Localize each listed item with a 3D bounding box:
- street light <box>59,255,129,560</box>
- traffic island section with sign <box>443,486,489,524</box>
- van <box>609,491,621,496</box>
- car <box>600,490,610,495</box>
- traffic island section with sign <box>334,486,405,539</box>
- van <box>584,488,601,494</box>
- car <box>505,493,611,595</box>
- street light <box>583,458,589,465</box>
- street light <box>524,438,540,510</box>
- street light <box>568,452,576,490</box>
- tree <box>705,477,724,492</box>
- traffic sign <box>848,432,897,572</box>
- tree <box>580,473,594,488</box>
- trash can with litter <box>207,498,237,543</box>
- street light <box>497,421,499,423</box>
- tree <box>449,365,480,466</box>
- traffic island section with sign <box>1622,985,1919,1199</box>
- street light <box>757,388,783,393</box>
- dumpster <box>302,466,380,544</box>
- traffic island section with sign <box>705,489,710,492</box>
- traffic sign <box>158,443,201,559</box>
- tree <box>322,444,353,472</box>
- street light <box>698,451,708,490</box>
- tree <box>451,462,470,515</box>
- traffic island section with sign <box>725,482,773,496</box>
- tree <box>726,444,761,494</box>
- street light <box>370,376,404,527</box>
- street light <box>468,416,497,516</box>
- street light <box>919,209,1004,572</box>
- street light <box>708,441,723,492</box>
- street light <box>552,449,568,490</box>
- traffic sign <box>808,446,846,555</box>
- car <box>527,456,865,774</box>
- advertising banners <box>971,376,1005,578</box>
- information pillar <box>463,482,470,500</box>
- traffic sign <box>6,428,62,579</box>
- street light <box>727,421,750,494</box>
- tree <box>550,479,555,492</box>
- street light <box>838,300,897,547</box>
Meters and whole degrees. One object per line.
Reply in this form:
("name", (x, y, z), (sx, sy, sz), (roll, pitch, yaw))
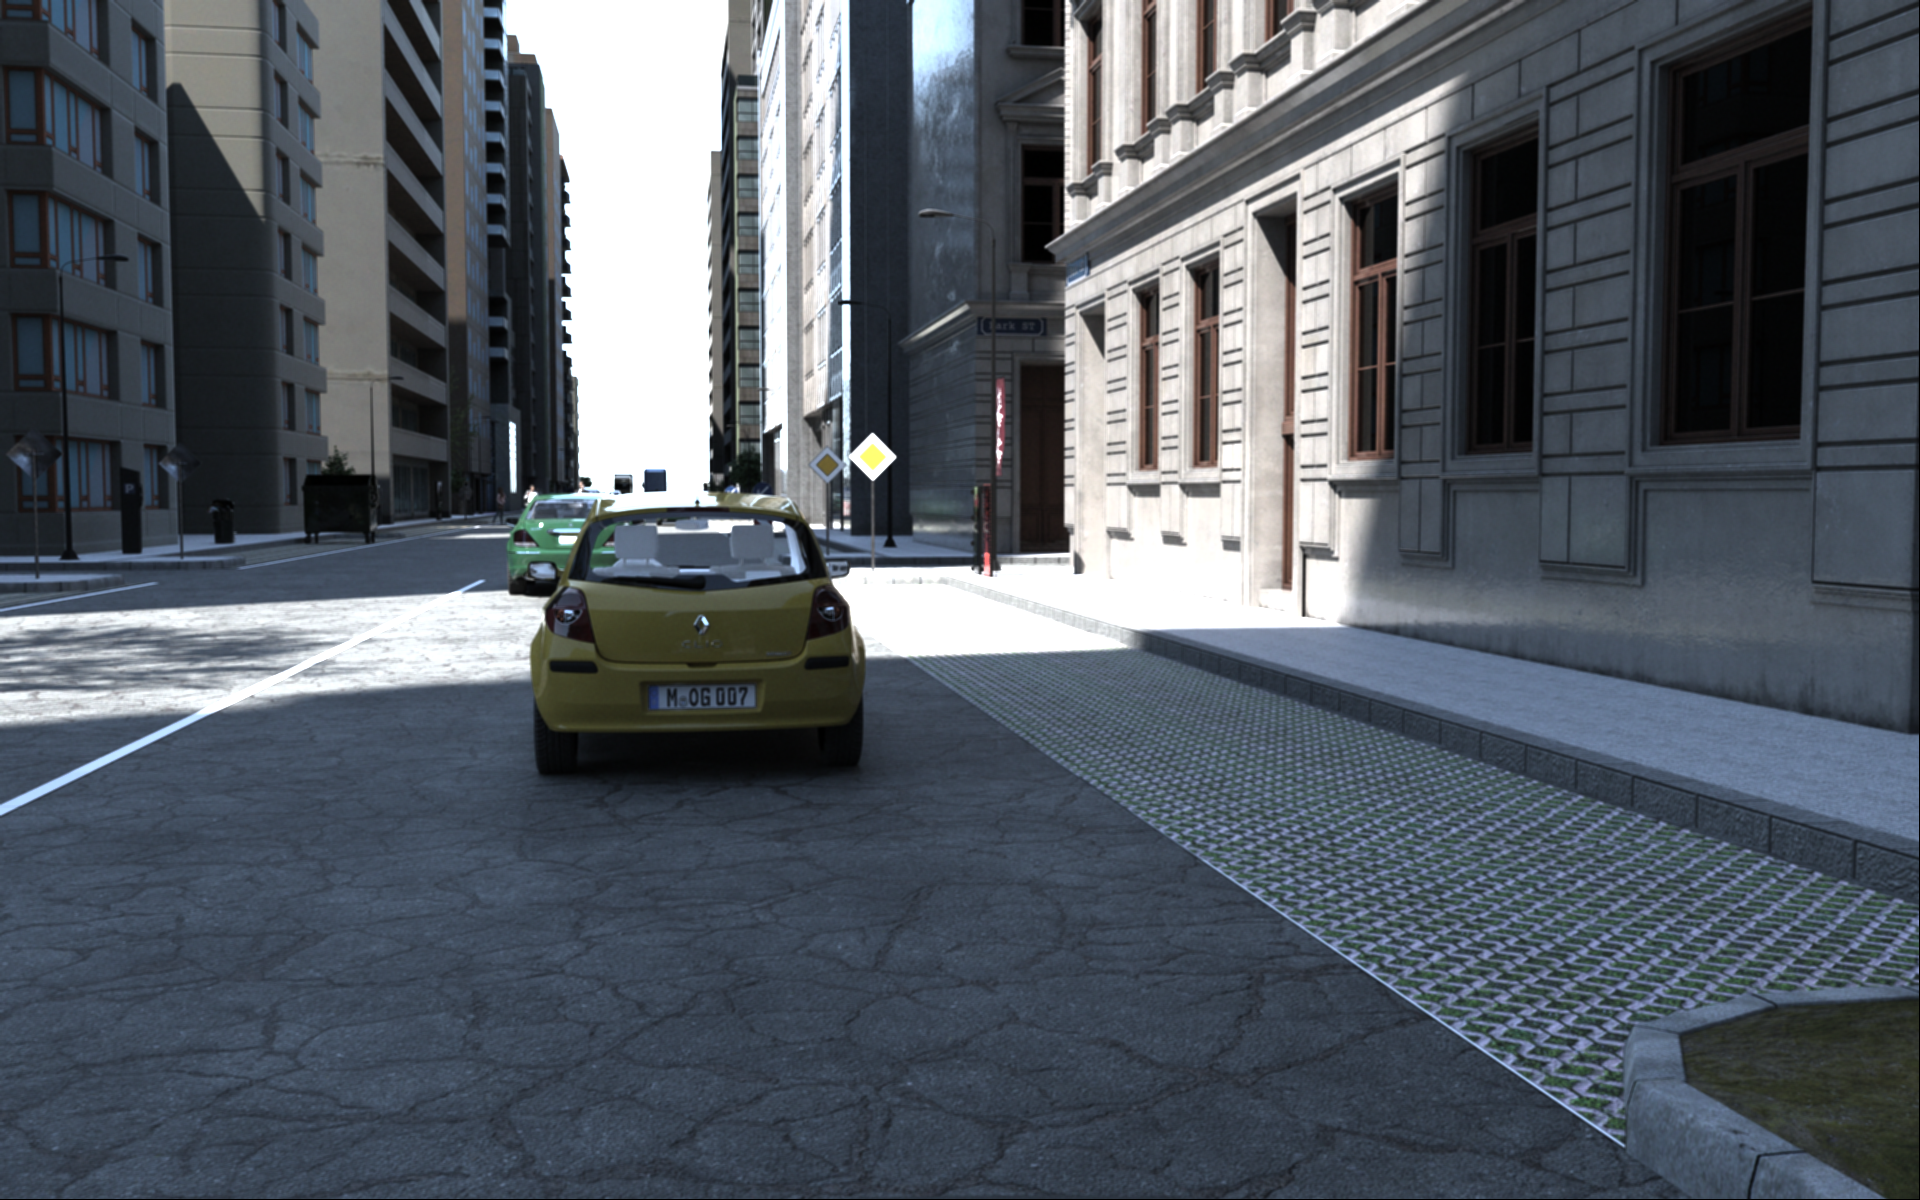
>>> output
("street light", (-16.819, -3.738, 33.654), (1.470, 5.913, 1.316), (-1, 4, -10))
("traffic island section with sign", (-23.759, -4.567, 83.297), (1.989, 1.847, 2.006), (-1, 4, -10))
("van", (-42.519, -12.599, 212.999), (2.013, 2.044, 4.112), (-1, 4, -8))
("car", (-34.870, -9.688, 167.065), (2.281, 1.827, 5.304), (-1, 4, -11))
("traffic island section with sign", (-19.149, -2.916, 56.310), (1.989, 1.847, 2.006), (-1, 4, -10))
("van", (-24.089, -6.448, 112.435), (2.013, 2.044, 4.112), (-1, 4, -10))
("car", (-5.835, -0.884, 26.253), (2.131, 1.459, 4.920), (-1, 4, -11))
("street light", (-49.589, -15.501, 225.974), (1.470, 5.913, 1.316), (-1, 4, -10))
("street light", (-35.561, -10.483, 143.938), (1.470, 5.913, 1.316), (-1, 4, -10))
("street light", (-43.520, -13.369, 191.116), (1.470, 5.913, 1.316), (-1, 4, -10))
("tree", (-28.462, -12.556, 199.891), (1.663, 3.219, 1.824), (0, 3, 0))
("traffic sign", (-1.428, -1.510, 28.330), (0.795, 2.450, 0.064), (-1, 4, -10))
("tree", (-57.549, -17.172, 264.471), (4.285, 4.588, 4.351), (0, 3, 0))
("trash can with litter", (-19.208, -2.063, 45.116), (0.624, 1.170, 1.055), (-1, 4, -16))
("street light", (-29.817, -8.382, 109.581), (1.470, 5.913, 1.316), (-1, 4, -10))
("tree", (-29.127, -8.951, 96.719), (4.737, 8.622, 4.395), (0, 3, 0))
("traffic island section with sign", (2.501, 0.316, 3.468), (1.989, 1.847, 2.006), (-1, 4, -10))
("street light", (-8.182, -6.324, 75.946), (1.470, 5.913, 1.316), (-1, 4, -10))
("dumpster", (-17.887, -2.758, 50.038), (1.985, 2.255, 1.502), (-1, 4, -8))
("traffic island section with sign", (-11.198, -4.602, 83.868), (1.989, 1.847, 2.006), (-1, 4, -10))
("traffic sign", (-15.337, -1.862, 34.088), (0.795, 2.450, 0.064), (-1, 4, -10))
("tree", (-24.539, -4.481, 67.867), (1.663, 3.219, 1.824), (0, 3, 0))
("street light", (-28.829, -13.785, 197.926), (1.470, 5.913, 1.316), (-1, 4, -10))
("tree", (-31.057, -6.834, 106.342), (1.663, 3.219, 1.824), (0, 3, 0))
("traffic island section with sign", (-6.668, -2.977, 57.294), (1.989, 1.847, 2.006), (-1, 4, -10))
("tree", (-13.580, -7.936, 113.462), (4.285, 4.588, 4.351), (0, 3, 0))
("street light", (-22.639, -5.863, 68.407), (1.470, 5.913, 1.316), (-1, 4, -10))
("street light", (-28.591, -7.988, 103.139), (1.470, 5.913, 1.316), (-1, 4, -10))
("street light", (0.018, -3.424, 28.527), (1.470, 5.913, 1.316), (-1, 4, -10))
("street light", (-20.960, -10.912, 150.945), (1.470, 5.913, 1.316), (-1, 4, -10))
("street light", (-41.384, -12.574, 178.128), (1.470, 5.913, 1.316), (-1, 4, -10))
("traffic sign", (-2.770, -1.991, 36.202), (0.795, 2.450, 0.064), (-1, 4, -10))
("car", (-1.601, -0.011, 10.400), (2.015, 1.641, 3.980), (-1, 4, -10))
("advertising banners", (0.433, -1.869, 26.749), (0.090, 3.025, 2.074), (-1, 4, -12))
("information pillar", (-29.729, -6.111, 104.400), (0.304, 2.012, 0.304), (0, 4, -3))
("traffic sign", (-13.996, -1.381, 26.216), (0.795, 2.450, 0.064), (-1, 4, -10))
("street light", (-13.961, -8.416, 110.144), (1.470, 5.913, 1.316), (-1, 4, -10))
("tree", (-43.624, -11.536, 183.214), (1.663, 3.219, 1.824), (0, 3, 0))
("street light", (-2.227, -4.225, 41.624), (1.470, 5.913, 1.316), (-1, 4, -10))
